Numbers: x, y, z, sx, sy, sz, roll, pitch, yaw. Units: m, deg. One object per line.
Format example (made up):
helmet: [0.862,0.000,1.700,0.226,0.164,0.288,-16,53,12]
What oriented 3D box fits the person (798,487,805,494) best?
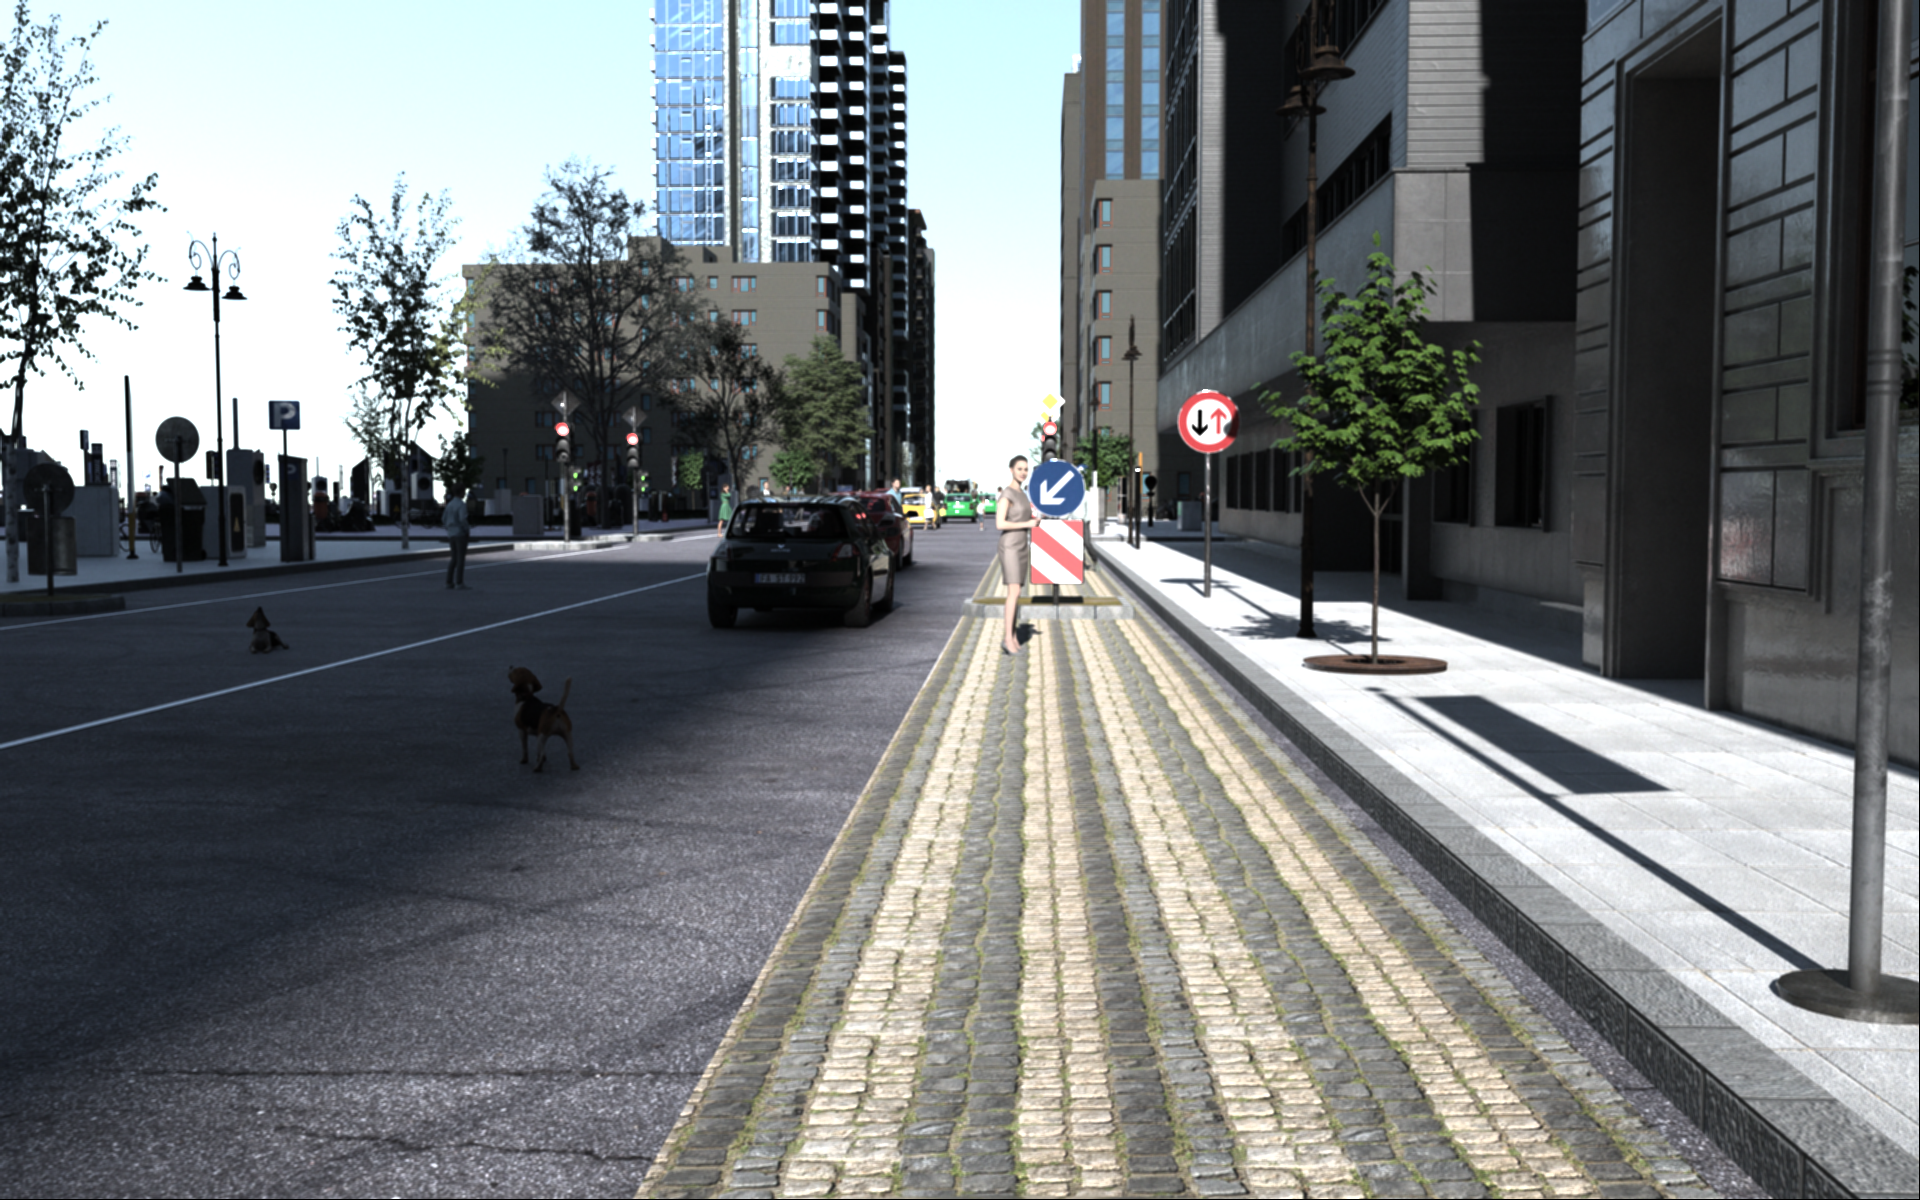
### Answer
person: [-8.420,-5.101,92.029,0.709,1.813,0.853,3,5,44]

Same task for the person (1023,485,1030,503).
person: [2.539,-3.576,67.233,0.793,1.790,0.793,0,4,5]

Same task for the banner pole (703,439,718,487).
banner pole: [-11.453,-5.406,78.405,0.401,3.779,0.863,1,4,13]

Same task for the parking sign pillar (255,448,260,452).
parking sign pillar: [-41.602,-6.906,101.377,1.447,3.967,1.447,-1,4,-20]

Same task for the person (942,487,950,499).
person: [-0.864,-6.123,108.381,0.659,1.850,0.755,1,4,19]

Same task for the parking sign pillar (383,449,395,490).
parking sign pillar: [-33.853,-7.049,103.718,1.447,3.967,1.447,2,4,33]

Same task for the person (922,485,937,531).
person: [-1.182,-3.593,67.599,0.624,1.780,0.694,0,3,0]

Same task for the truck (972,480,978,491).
truck: [0.855,-15.017,241.459,3.469,3.379,9.791,0,4,2]

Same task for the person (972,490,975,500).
person: [1.291,-9.405,162.279,0.705,1.823,1.348,-1,4,-13]

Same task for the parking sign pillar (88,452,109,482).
parking sign pillar: [-52.897,-7.200,106.184,1.447,3.967,1.447,2,4,31]

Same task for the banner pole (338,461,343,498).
banner pole: [-46.289,-8.530,129.484,0.863,3.779,0.401,3,5,44]

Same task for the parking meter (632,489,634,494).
parking meter: [-17.242,-5.087,91.585,0.372,1.533,0.369,0,3,0]

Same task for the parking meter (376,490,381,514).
parking meter: [-34.143,-5.715,101.857,0.372,1.533,0.369,0,3,0]

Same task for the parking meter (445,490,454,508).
parking meter: [-18.334,-3.299,62.348,0.372,1.533,0.369,0,3,0]

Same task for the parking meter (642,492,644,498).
parking meter: [-20.262,-6.305,111.504,0.372,1.533,0.369,0,3,0]

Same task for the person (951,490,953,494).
person: [-0.744,-8.039,140.469,0.617,1.759,0.750,-2,4,-35]

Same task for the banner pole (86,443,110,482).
banner pole: [-37.234,-5.164,74.447,0.863,3.779,0.401,-3,4,-38]

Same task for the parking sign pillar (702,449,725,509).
parking sign pillar: [-14.540,-6.965,102.343,1.447,3.967,1.447,0,4,8]

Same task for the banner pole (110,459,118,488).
banner pole: [-53.836,-7.329,109.846,0.863,3.779,0.401,-3,4,-39]

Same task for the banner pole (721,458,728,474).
banner pole: [-14.428,-7.033,105.009,0.863,3.779,0.401,0,4,7]

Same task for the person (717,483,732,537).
person: [-7.843,-3.005,57.873,0.529,1.795,0.600,0,4,5]

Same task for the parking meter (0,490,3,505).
parking meter: [-55.314,-5.606,100.069,0.372,1.533,0.369,0,3,0]

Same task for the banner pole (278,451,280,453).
banner pole: [-39.337,-6.772,100.745,0.863,3.779,0.401,-2,4,-31]

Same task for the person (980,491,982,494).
person: [1.938,-9.539,165.175,0.721,1.736,1.217,-1,4,-21]

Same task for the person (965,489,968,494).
person: [0.467,-6.434,113.977,0.520,1.790,0.573,2,4,32]

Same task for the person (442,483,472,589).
person: [-7.552,-0.966,26.097,0.330,1.601,0.589,-3,5,-41]

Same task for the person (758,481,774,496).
person: [-6.045,-2.827,54.495,0.659,1.850,0.755,-1,4,-16]

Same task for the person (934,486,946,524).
person: [-1.233,-4.479,81.947,0.699,1.804,1.509,-2,4,-25]

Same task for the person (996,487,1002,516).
person: [1.809,-4.023,74.840,0.480,1.755,0.524,2,4,34]

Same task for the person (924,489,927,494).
person: [-2.351,-6.863,120.810,0.767,1.812,0.694,-1,4,-22]

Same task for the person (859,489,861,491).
person: [-6.924,-6.790,119.852,0.374,1.781,0.599,2,4,29]

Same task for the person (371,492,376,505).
person: [-71.780,-12.408,212.302,0.756,1.711,0.436,-1,4,-16]

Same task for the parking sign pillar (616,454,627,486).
parking sign pillar: [-22.786,-7.843,116.711,1.447,3.967,1.447,0,4,2]

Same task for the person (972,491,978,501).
person: [1.387,-8.791,152.955,0.721,1.735,1.217,-3,5,-43]

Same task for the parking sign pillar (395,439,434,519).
parking sign pillar: [-26.539,-5.911,85.110,1.447,3.967,1.447,1,4,23]

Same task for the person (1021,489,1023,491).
person: [4.497,-7.294,127.734,0.794,1.824,0.713,-1,4,-23]

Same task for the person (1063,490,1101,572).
person: [2.186,-1.405,31.961,0.515,1.767,0.782,-3,5,-43]

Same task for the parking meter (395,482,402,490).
parking meter: [-24.845,-4.352,76.863,0.399,1.863,0.255,-1,4,-21]

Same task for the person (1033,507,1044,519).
person: [2.958,-3.247,62.345,0.760,1.731,0.466,1,4,20]

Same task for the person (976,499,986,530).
person: [0.844,-3.402,68.800,0.352,1.250,0.332,-1,4,-18]

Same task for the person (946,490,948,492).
person: [-1.135,-7.101,125.268,0.598,1.740,0.731,0,3,0]

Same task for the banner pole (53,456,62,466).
banner pole: [-59.706,-7.621,114.612,0.863,3.779,0.401,1,4,22]

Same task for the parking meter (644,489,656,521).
parking meter: [-14.666,-4.535,82.555,0.372,1.533,0.369,0,3,0]

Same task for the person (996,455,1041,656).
person: [0.521,-0.406,15.485,0.374,1.781,0.599,2,4,25]

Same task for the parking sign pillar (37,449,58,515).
parking sign pillar: [-54.660,-7.056,103.837,1.447,3.967,1.447,2,4,26]

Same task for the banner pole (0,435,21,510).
banner pole: [-35.175,-4.543,64.296,0.863,3.779,0.401,0,4,-5]

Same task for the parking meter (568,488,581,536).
parking meter: [-11.760,-2.720,52.880,0.372,1.533,0.369,0,3,0]

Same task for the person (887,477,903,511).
person: [-1.567,-1.927,40.021,0.620,1.820,0.660,2,4,27]

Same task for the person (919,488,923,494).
person: [-2.091,-5.090,92.469,0.760,1.731,0.466,-1,4,-17]

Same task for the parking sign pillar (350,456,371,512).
parking sign pillar: [-42.444,-8.195,122.457,1.447,3.967,1.447,3,4,38]

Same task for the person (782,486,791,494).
person: [-8.183,-4.463,81.388,0.836,1.842,0.656,0,4,1]
